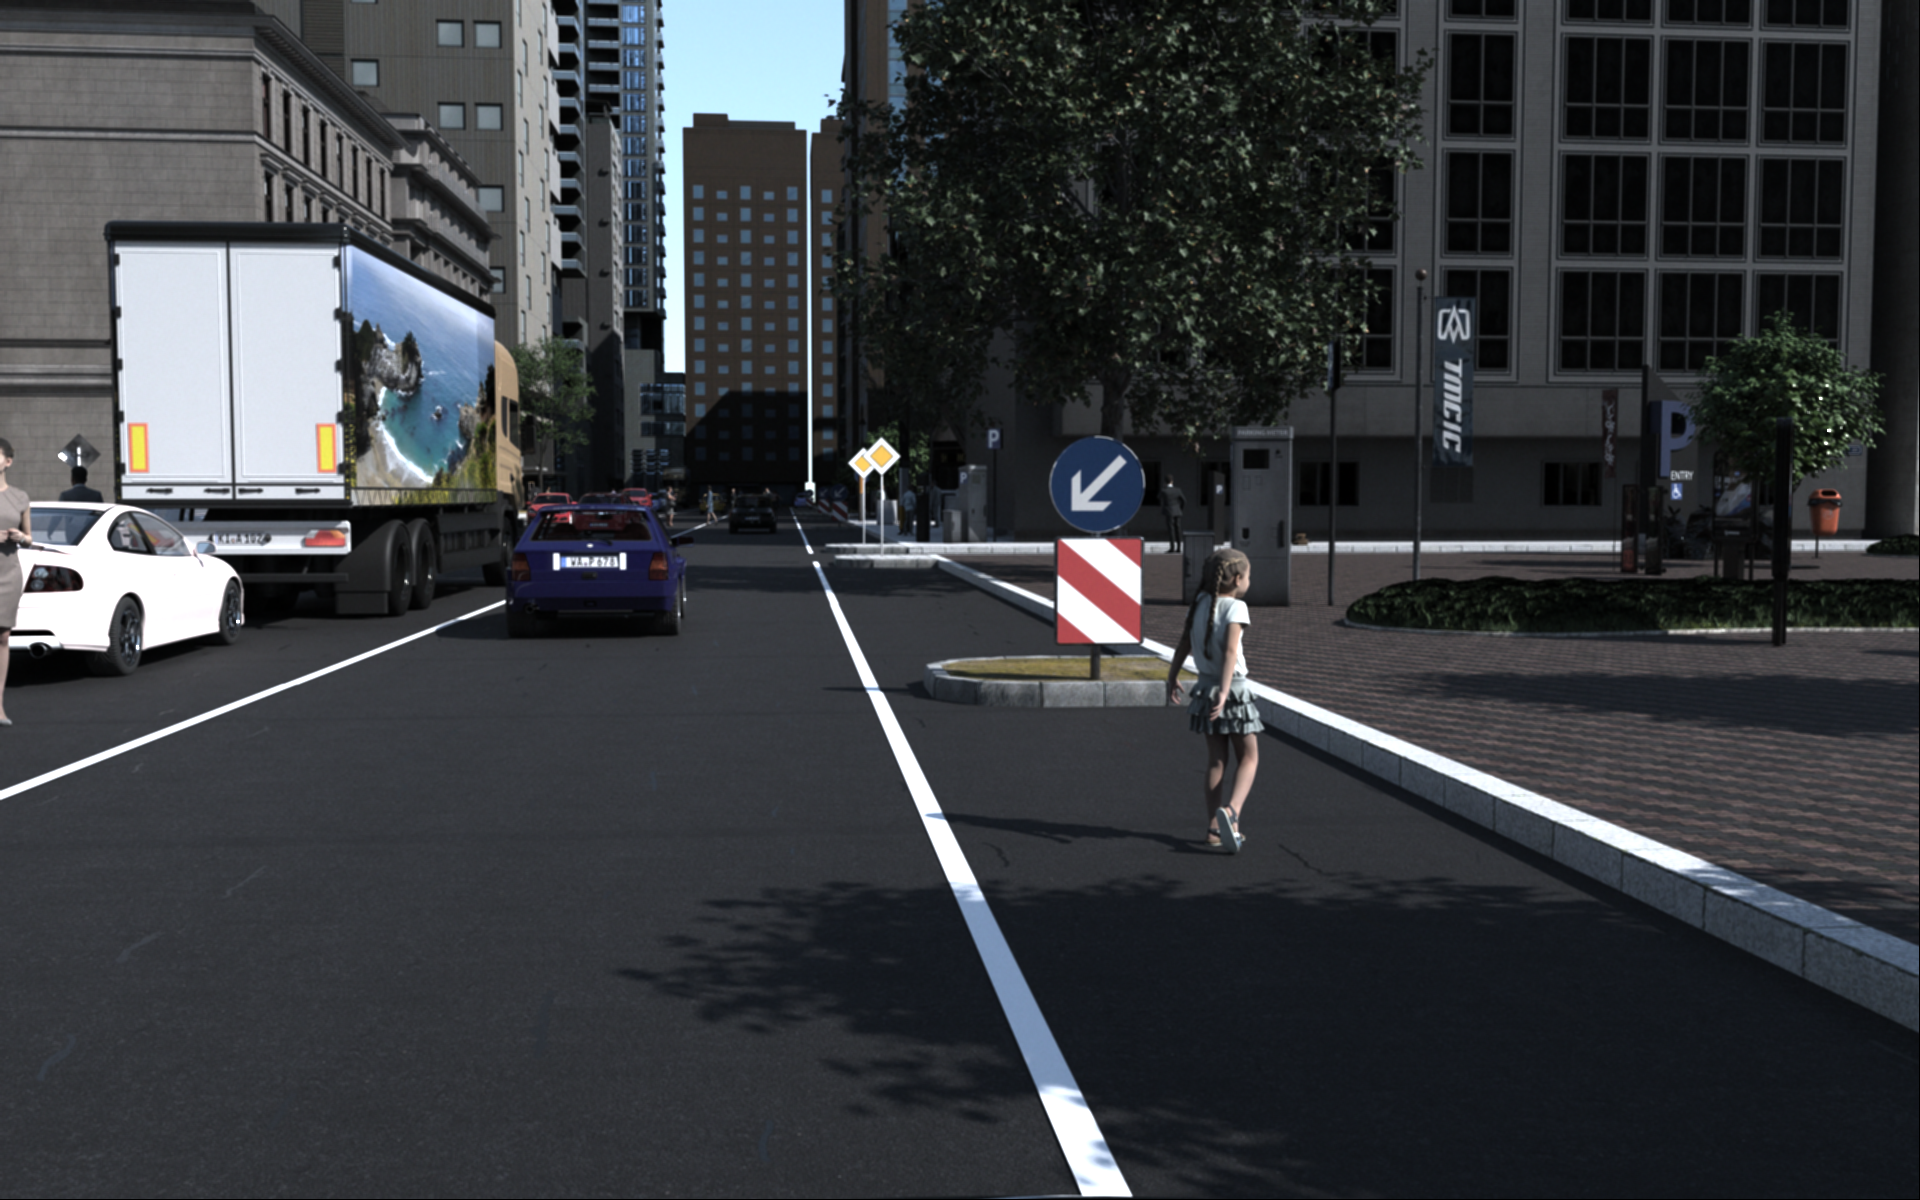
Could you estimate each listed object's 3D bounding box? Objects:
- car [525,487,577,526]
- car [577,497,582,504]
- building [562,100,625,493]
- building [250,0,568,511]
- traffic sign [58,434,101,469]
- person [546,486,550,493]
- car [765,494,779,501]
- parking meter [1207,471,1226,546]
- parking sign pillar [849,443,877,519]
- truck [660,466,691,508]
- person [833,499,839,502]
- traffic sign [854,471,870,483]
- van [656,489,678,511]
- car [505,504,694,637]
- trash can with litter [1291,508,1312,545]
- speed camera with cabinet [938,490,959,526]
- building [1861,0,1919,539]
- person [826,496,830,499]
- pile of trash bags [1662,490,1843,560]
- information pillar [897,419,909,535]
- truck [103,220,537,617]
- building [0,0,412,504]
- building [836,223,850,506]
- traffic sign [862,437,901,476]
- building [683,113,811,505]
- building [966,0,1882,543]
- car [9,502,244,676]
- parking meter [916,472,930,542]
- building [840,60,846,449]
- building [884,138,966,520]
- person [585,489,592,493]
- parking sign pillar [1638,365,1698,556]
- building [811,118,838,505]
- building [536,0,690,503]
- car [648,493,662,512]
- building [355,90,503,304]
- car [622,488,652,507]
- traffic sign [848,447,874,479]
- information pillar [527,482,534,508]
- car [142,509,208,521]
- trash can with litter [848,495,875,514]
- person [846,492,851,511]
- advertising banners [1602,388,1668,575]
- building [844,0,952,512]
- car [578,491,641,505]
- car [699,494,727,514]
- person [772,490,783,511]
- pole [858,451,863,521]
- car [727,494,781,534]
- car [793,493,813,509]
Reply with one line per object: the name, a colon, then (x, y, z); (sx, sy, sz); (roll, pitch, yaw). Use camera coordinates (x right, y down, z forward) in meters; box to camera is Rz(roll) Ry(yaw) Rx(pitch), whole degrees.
car: (-17.295, -3.946, 73.551); (2.155, 1.783, 4.494); (0, 4, -7)
car: (-21.363, -5.369, 100.363); (1.945, 1.354, 3.894); (0, 4, -7)
building: (-42.737, -30.478, 181.913); (14.086, 41.232, 14.154); (0, 4, -6)
building: (-44.395, -32.913, 127.372); (28.713, 52.752, 27.495); (0, 4, -6)
traffic sign: (-17.086, -1.922, 33.616); (0.795, 2.593, 0.064); (0, 4, -6)
person: (-28.072, -6.861, 118.229); (0.705, 1.823, 1.348); (0, 4, -1)
car: (-17.807, -9.177, 160.274); (2.015, 1.641, 3.980); (0, 4, -5)
parking meter: (6.391, -2.291, 43.162); (0.399, 1.863, 0.255); (-2, 4, -30)
parking sign pillar: (-5.087, -6.242, 90.535); (1.447, 3.967, 1.447); (0, 4, -3)
truck: (-28.731, -11.412, 175.495); (2.839, 4.237, 11.283); (0, 4, -7)
person: (-11.378, -9.447, 161.046); (0.990, 1.755, 0.434); (-3, 4, -36)
traffic sign: (-4.616, -5.016, 82.112); (0.768, 2.556, 0.104); (0, 4, 4)
van: (-24.802, -8.502, 146.026); (2.013, 2.044, 4.112); (0, 4, -7)
car: (-3.873, -0.380, 18.788); (1.945, 1.354, 3.894); (0, 4, -8)
trash can with litter: (8.250, -1.964, 43.501); (1.055, 1.170, 0.624); (-1, 4, -17)
speed camera with cabinet: (0.126, -4.655, 70.446); (2.038, 3.252, 0.660); (0, 4, 8)
building: (34.002, -12.118, 52.873); (16.860, 20.320, 10.420); (0, 4, -6)
person: (-12.882, -9.968, 169.705); (0.721, 1.739, 1.217); (0, 4, 5)
pile of trash bags: (15.676, -1.501, 34.287); (3.447, 1.369, 1.912); (0, 4, 1)
information pillar: (-1.772, -3.871, 54.643); (0.183, 3.616, 0.504); (2, 4, 28)
truck: (-7.936, -2.112, 23.439); (2.839, 4.237, 11.283); (0, 4, -4)
building: (-28.870, -12.843, 60.885); (10.553, 20.767, 40.483); (0, 4, -6)
building: (-6.280, -25.375, 186.581); (14.160, 30.474, 14.107); (0, 4, -6)
traffic sign: (-1.569, -2.017, 35.165); (0.795, 2.593, 0.064); (0, 4, -6)
building: (-25.445, -34.086, 207.412); (14.200, 45.320, 14.600); (0, 4, -6)
building: (12.716, -15.775, 51.432); (24.014, 27.812, 14.314); (0, 4, -6)
car: (-7.633, -0.154, 14.882); (2.083, 1.381, 4.827); (0, 4, -7)
parking meter: (-0.993, -2.480, 46.259); (0.255, 1.863, 0.399); (1, 4, 23)
building: (-0.109, -31.229, 165.212); (22.147, 44.769, 28.867); (0, 4, -6)
building: (4.770, -13.446, 87.298); (16.820, 18.784, 16.811); (0, 4, -6)
person: (-31.363, -8.548, 146.600); (0.445, 1.727, 0.742); (1, 4, 20)
parking sign pillar: (14.887, -2.929, 36.362); (1.447, 3.967, 1.447); (-2, 4, -29)
building: (-10.887, -34.268, 210.390); (14.200, 45.320, 14.600); (0, 4, -6)
building: (-48.687, -54.783, 208.381); (31.000, 86.520, 22.319); (0, 4, -6)
car: (-24.558, -7.809, 137.272); (1.945, 1.707, 3.694); (0, 4, -6)
building: (-33.141, -15.358, 92.910); (13.314, 21.916, 24.055); (0, 4, -6)
car: (-20.903, -6.277, 111.303); (2.281, 1.827, 5.304); (0, 4, -7)
traffic sign: (-2.376, -2.503, 43.110); (0.795, 2.593, 0.064); (0, 4, -6)
information pillar: (-26.348, -6.230, 106.360); (0.304, 2.012, 0.304); (-3, 4, -36)
car: (-13.204, -1.060, 29.691); (2.083, 1.381, 4.827); (0, 4, -4)
trash can with litter: (-6.603, -6.220, 112.755); (2.233, 1.210, 1.678); (0, 4, 5)
person: (-8.641, -7.708, 132.046); (0.705, 1.826, 1.348); (3, 4, 37)
advertising banners: (10.930, -1.956, 28.165); (0.090, 3.025, 2.074); (0, 4, -7)
building: (-2.294, -30.123, 142.618); (14.600, 45.320, 14.200); (0, 4, -6)
car: (-11.051, -2.766, 54.271); (2.155, 1.783, 4.494); (0, 4, -5)
car: (-17.839, -7.010, 124.842); (2.015, 1.641, 3.980); (0, 4, -6)
person: (-12.978, -6.839, 121.027); (1.217, 1.736, 0.721); (1, 4, 10)
pole: (-4.660, -5.347, 81.270); (0.158, 3.312, 0.155); (0, 3, 0)
car: (-7.646, -3.322, 64.100); (2.009, 1.686, 4.222); (0, 4, -6)
car: (-15.185, -9.676, 167.799); (1.945, 1.707, 3.694); (0, 4, -5)
